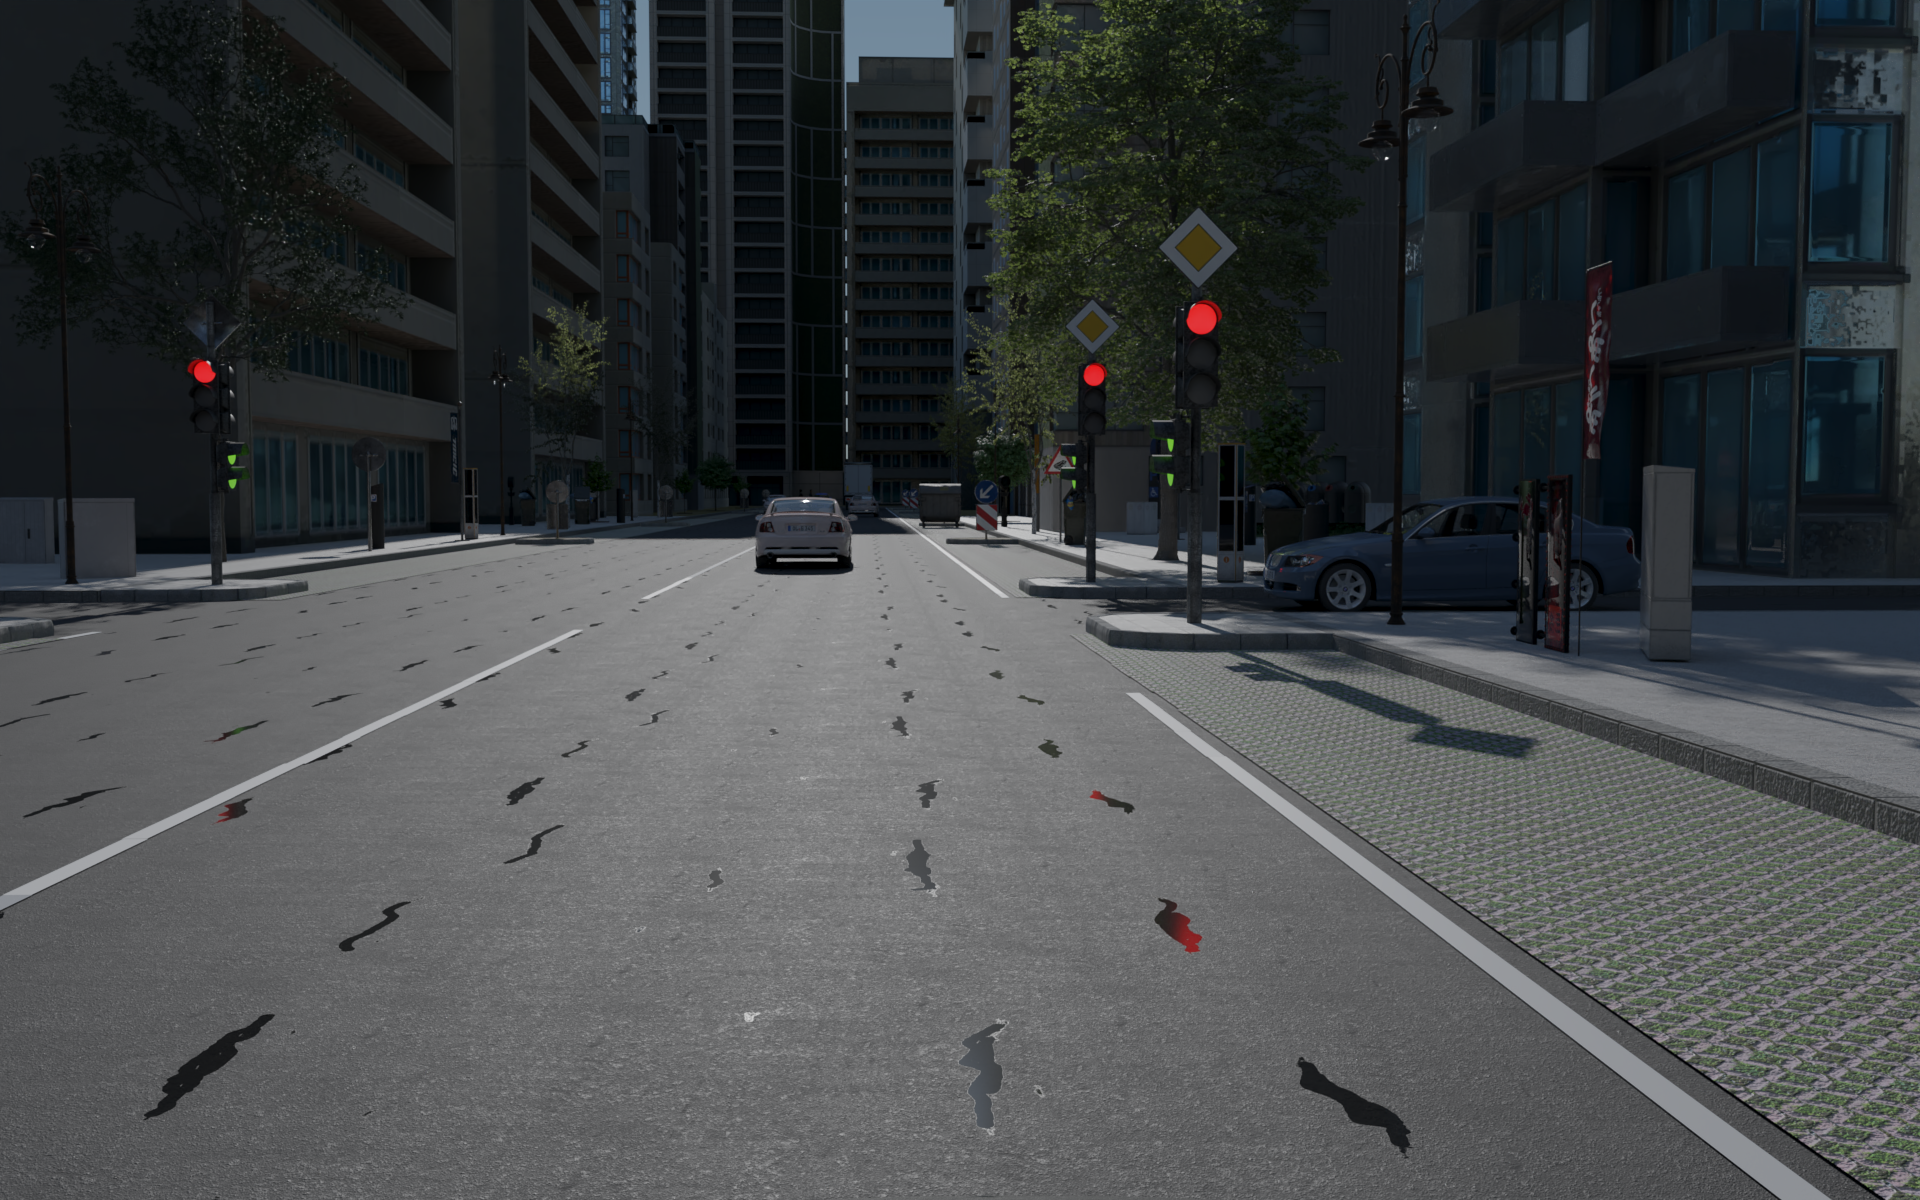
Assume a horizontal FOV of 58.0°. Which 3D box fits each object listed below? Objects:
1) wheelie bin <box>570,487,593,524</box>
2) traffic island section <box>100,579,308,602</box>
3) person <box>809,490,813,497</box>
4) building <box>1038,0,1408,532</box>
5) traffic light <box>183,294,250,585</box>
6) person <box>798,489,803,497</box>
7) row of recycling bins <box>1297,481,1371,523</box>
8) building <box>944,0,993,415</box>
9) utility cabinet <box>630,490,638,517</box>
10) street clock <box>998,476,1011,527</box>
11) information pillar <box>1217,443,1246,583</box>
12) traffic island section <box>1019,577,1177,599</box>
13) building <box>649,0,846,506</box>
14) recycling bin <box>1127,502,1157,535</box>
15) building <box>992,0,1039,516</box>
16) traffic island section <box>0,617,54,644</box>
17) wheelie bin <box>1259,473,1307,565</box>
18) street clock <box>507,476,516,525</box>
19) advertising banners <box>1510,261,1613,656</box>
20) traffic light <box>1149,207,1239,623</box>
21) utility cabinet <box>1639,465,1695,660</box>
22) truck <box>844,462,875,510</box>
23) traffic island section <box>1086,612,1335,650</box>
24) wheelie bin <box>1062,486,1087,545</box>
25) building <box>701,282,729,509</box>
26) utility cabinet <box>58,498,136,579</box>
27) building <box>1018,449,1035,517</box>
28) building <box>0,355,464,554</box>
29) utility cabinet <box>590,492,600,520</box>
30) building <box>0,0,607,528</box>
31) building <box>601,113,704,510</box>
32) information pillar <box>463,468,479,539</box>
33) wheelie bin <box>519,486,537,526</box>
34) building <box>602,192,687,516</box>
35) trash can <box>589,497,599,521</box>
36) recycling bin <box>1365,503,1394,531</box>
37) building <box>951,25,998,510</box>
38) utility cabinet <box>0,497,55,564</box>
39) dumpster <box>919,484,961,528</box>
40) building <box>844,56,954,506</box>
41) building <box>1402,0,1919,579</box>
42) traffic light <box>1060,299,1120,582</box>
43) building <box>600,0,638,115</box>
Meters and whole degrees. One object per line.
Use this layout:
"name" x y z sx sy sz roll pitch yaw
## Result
"wheelie bin" -16.007 -3.997 73.267 0.980 1.594 0.693 -1 4 -10
"traffic island section" -10.547 -0.139 24.550 2.009 0.180 2.903 0 4 -3
"person" -12.596 -8.450 146.676 0.705 1.821 1.348 0 4 7
"building" 9.782 -23.309 64.697 14.154 41.232 14.086 0 4 -3
"traffic light" -10.507 -2.171 24.417 0.839 4.253 0.868 0 4 -3
"person" -14.103 -8.861 153.003 0.705 1.869 1.348 1 4 18
"row of recycling bins" 11.786 -2.963 55.564 1.069 1.692 3.534 -2 4 -32
"building" 13.438 -34.952 160.704 28.713 52.752 27.495 0 4 -3
"utility cabinet" -17.853 -5.269 94.823 0.318 1.500 1.173 -1 4 -16
"street clock" 1.734 -3.864 67.747 0.471 2.002 0.358 -2 4 -30
"information pillar" 3.917 -1.256 25.030 0.304 2.012 0.304 2 4 33
"traffic island section" 1.927 -0.179 25.210 2.009 0.180 2.903 0 4 -3
"building" -23.207 -46.198 193.587 20.611 71.187 20.563 0 4 -3
"recycling bin" 5.768 -2.588 54.865 0.722 1.027 0.722 3 5 44
"building" 9.437 -28.044 108.631 14.600 45.320 14.200 0 4 -3
"traffic island section" -10.121 0.349 16.576 2.009 0.180 2.903 0 4 -3
"wheelie bin" 4.823 -1.099 25.873 0.693 1.594 0.980 1 4 13
"street clock" -18.408 -4.066 71.049 0.358 2.002 0.471 0 4 -7
"advertising banners" 4.889 -1.097 14.125 0.090 3.025 2.074 0 3 0
"traffic light" 2.313 -1.725 17.120 0.839 4.253 0.868 0 4 -3
"utility cabinet" 5.598 -0.307 13.702 0.318 1.500 1.173 1 4 18
"truck" -9.199 -10.339 157.960 2.839 4.237 11.283 0 4 -3
"traffic island section" 2.353 0.309 17.236 2.009 0.180 2.903 0 4 -3
"wheelie bin" 2.922 -2.194 43.781 0.693 1.594 0.980 0 4 3
"building" -36.914 -19.186 158.733 28.899 21.520 27.650 0 4 -3
"utility cabinet" -13.202 -0.939 26.507 1.020 1.237 0.306 -3 5 -44
"building" 14.155 -39.823 89.353 20.563 71.187 20.611 0 4 -3
"building" -26.588 -25.799 45.511 21.300 48.544 21.600 0 4 -3
"utility cabinet" -18.258 -4.695 85.441 0.318 1.500 1.173 2 4 25
"building" -29.260 -27.999 81.484 21.300 48.544 21.600 0 4 -3
"building" -27.813 -22.221 135.007 14.160 30.474 14.107 0 4 -3
"information pillar" -13.836 -2.722 49.001 0.304 2.012 0.304 0 4 7
"wheelie bin" -17.352 -3.769 69.534 0.693 1.594 0.980 -1 4 -12
"building" -33.339 -16.394 113.082 27.650 21.520 28.899 0 4 -3
"trash can" -17.549 -4.327 82.398 0.748 1.137 0.748 0 3 0
"recycling bin" 11.835 -2.193 48.411 0.722 1.027 0.722 -2 4 -34
"building" 11.223 -50.009 130.321 22.319 86.520 31.000 0 4 -3
"utility cabinet" -17.307 -1.275 32.009 1.020 1.237 0.306 0 4 6
"dumpster" -0.851 -4.012 73.805 1.865 1.857 1.264 0 4 -2
"building" -2.188 -35.031 196.463 21.600 48.544 21.300 0 4 -3
"building" 24.843 -25.403 34.951 30.456 49.044 23.786 0 4 -3
"traffic light" 1.886 -2.212 25.094 0.839 4.253 0.868 0 4 -3
"building" -49.013 -53.809 192.441 31.000 86.520 22.319 0 4 -3
